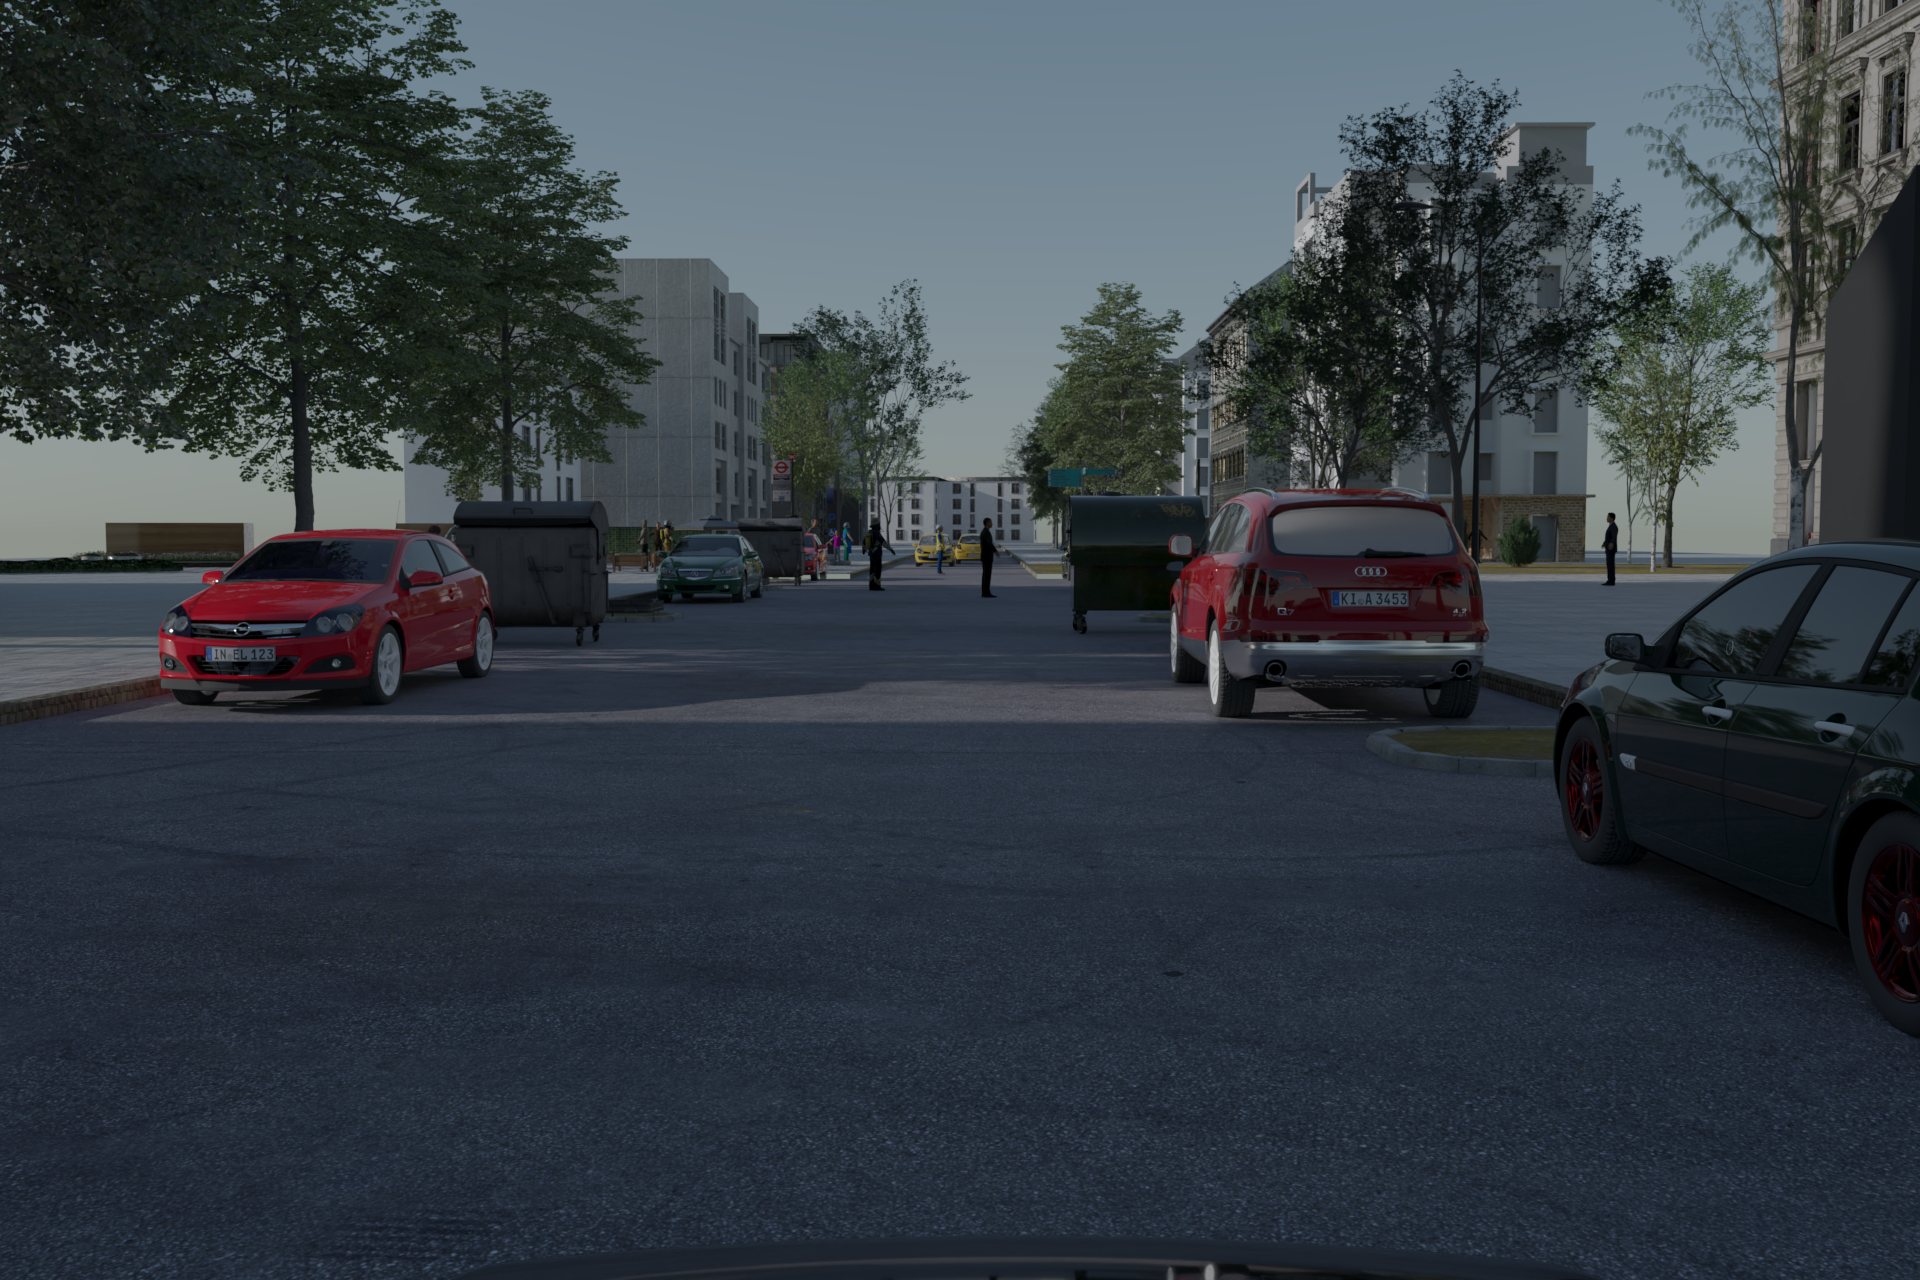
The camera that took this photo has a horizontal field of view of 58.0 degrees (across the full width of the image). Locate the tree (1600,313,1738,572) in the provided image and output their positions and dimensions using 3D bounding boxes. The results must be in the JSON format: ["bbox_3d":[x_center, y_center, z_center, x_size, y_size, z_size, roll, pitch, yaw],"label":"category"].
[{"bbox_3d":[23.658,-6.596,58.200,4.737,8.622,4.395,0,3,0],"label":"tree"}]

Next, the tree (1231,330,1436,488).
[{"bbox_3d":[16.080,-8.554,74.274,8.767,10.594,7.601,0,4,-1],"label":"tree"}]

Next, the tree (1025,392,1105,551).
[{"bbox_3d":[8.390,-13.269,135.081,7.486,12.596,7.792,0,3,0],"label":"tree"}]

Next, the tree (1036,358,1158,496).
[{"bbox_3d":[8.085,-10.796,102.266,9.928,11.665,9.643,0,3,0],"label":"tree"}]

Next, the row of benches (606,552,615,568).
[{"bbox_3d":[-13.698,-2.989,64.326,1.422,0.672,4.104,0,4,7],"label":"row of benches"}]

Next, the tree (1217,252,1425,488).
[{"bbox_3d":[13.104,-8.423,63.474,9.928,11.665,9.643,0,3,0],"label":"tree"}]

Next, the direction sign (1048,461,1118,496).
[{"bbox_3d":[4.477,-4.517,62.608,2.525,3.948,1.411,0,4,0],"label":"direction sign"}]

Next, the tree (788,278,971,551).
[{"bbox_3d":[-5.778,-16.621,127.649,12.611,20.169,13.585,0,3,0],"label":"tree"}]

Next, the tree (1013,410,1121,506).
[{"bbox_3d":[8.160,-11.340,119.818,8.767,10.594,7.601,-1,4,-18],"label":"tree"}]

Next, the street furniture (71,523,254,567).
[{"bbox_3d":[-32.361,-3.782,68.691,9.812,1.723,11.010,-1,4,-11],"label":"street furniture"}]

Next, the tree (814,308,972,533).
[{"bbox_3d":[-5.643,-17.655,144.544,12.611,20.169,13.585,0,3,0],"label":"tree"}]

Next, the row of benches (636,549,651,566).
[{"bbox_3d":[-13.016,-3.413,71.258,1.422,0.672,4.104,-1,4,-10],"label":"row of benches"}]

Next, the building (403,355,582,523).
[{"bbox_3d":[-25.270,-9.371,95.365,9.099,9.664,28.070,0,4,1],"label":"building"}]

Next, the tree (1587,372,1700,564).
[{"bbox_3d":[28.449,-7.555,73.883,4.360,8.622,3.978,0,3,0],"label":"tree"}]

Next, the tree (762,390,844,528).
[{"bbox_3d":[-7.697,-8.418,87.994,4.737,8.622,4.395,0,3,0],"label":"tree"}]

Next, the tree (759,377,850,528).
[{"bbox_3d":[-7.319,-8.050,81.984,4.737,8.622,4.395,0,3,0],"label":"tree"}]

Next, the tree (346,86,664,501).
[{"bbox_3d":[-11.507,-7.711,44.199,7.486,12.596,7.792,0,3,0],"label":"tree"}]

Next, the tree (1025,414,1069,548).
[{"bbox_3d":[8.901,-14.696,158.410,7.486,12.596,7.792,0,3,0],"label":"tree"}]

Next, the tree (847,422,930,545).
[{"bbox_3d":[-6.580,-14.244,158.637,9.928,11.665,9.643,0,3,0],"label":"tree"}]

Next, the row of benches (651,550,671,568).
[{"bbox_3d":[-9.881,-3.104,66.220,4.104,0.672,1.422,-1,4,-21],"label":"row of benches"}]

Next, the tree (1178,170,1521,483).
[{"bbox_3d":[9.958,-6.787,45.386,8.767,10.594,7.601,0,4,-4],"label":"tree"}]

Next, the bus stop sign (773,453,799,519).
[{"bbox_3d":[-5.748,-4.189,57.190,0.855,3.939,0.416,0,4,0],"label":"bus stop sign"}]

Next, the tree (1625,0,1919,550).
[{"bbox_3d":[9.310,-4.235,19.611,4.360,8.622,3.978,0,3,0],"label":"tree"}]

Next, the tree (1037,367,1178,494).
[{"bbox_3d":[7.584,-9.412,88.306,7.601,10.594,8.767,-1,4,-13],"label":"tree"}]

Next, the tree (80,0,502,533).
[{"bbox_3d":[-11.901,-6.892,30.813,7.486,12.596,7.792,0,3,0],"label":"tree"}]

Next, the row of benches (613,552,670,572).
[{"bbox_3d":[-9.899,-2.658,58.921,4.104,0.672,1.422,0,4,8],"label":"row of benches"}]

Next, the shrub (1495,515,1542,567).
[{"bbox_3d":[21.584,-3.843,66.875,1.661,2.075,1.752,0,3,0],"label":"shrub"}]

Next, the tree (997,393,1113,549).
[{"bbox_3d":[8.221,-14.408,145.946,12.009,13.543,11.850,0,3,0],"label":"tree"}]

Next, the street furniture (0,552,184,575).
[{"bbox_3d":[-30.976,-2.509,56.647,10.072,0.657,5.734,-3,4,-38],"label":"street furniture"}]

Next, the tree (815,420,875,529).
[{"bbox_3d":[-7.774,-9.643,108.021,4.360,8.622,3.978,0,3,0],"label":"tree"}]

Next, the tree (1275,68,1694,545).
[{"bbox_3d":[10.002,-6.091,34.004,8.767,10.594,7.601,2,4,29],"label":"tree"}]

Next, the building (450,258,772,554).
[{"bbox_3d":[-24.179,-15.946,127.175,16.747,18.905,31.486,0,4,1],"label":"building"}]

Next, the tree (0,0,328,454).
[{"bbox_3d":[-12.120,-6.900,19.478,9.857,13.997,8.962,0,3,0],"label":"tree"}]

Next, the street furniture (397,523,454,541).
[{"bbox_3d":[-20.026,-4.023,72.626,11.010,1.723,9.812,-1,4,-15],"label":"street furniture"}]

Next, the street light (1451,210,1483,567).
[{"bbox_3d":[7.807,-3.166,24.310,1.470,5.913,1.316,0,4,1],"label":"street light"}]

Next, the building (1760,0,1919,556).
[{"bbox_3d":[30.245,-13.280,44.841,11.050,23.595,19.941,0,4,1],"label":"building"}]

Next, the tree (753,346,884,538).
[{"bbox_3d":[-7.775,-10.389,95.619,9.928,11.665,9.643,0,3,0],"label":"tree"}]

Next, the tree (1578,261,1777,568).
[{"bbox_3d":[27.146,-8.560,65.708,9.928,11.665,9.643,0,3,0],"label":"tree"}]

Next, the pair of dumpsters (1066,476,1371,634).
[{"bbox_3d":[3.761,-1.240,25.229,4.436,2.255,1.574,0,4,1],"label":"pair of dumpsters"}]

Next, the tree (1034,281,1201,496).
[{"bbox_3d":[7.267,-9.821,78.700,7.486,12.596,7.792,0,3,0],"label":"tree"}]
